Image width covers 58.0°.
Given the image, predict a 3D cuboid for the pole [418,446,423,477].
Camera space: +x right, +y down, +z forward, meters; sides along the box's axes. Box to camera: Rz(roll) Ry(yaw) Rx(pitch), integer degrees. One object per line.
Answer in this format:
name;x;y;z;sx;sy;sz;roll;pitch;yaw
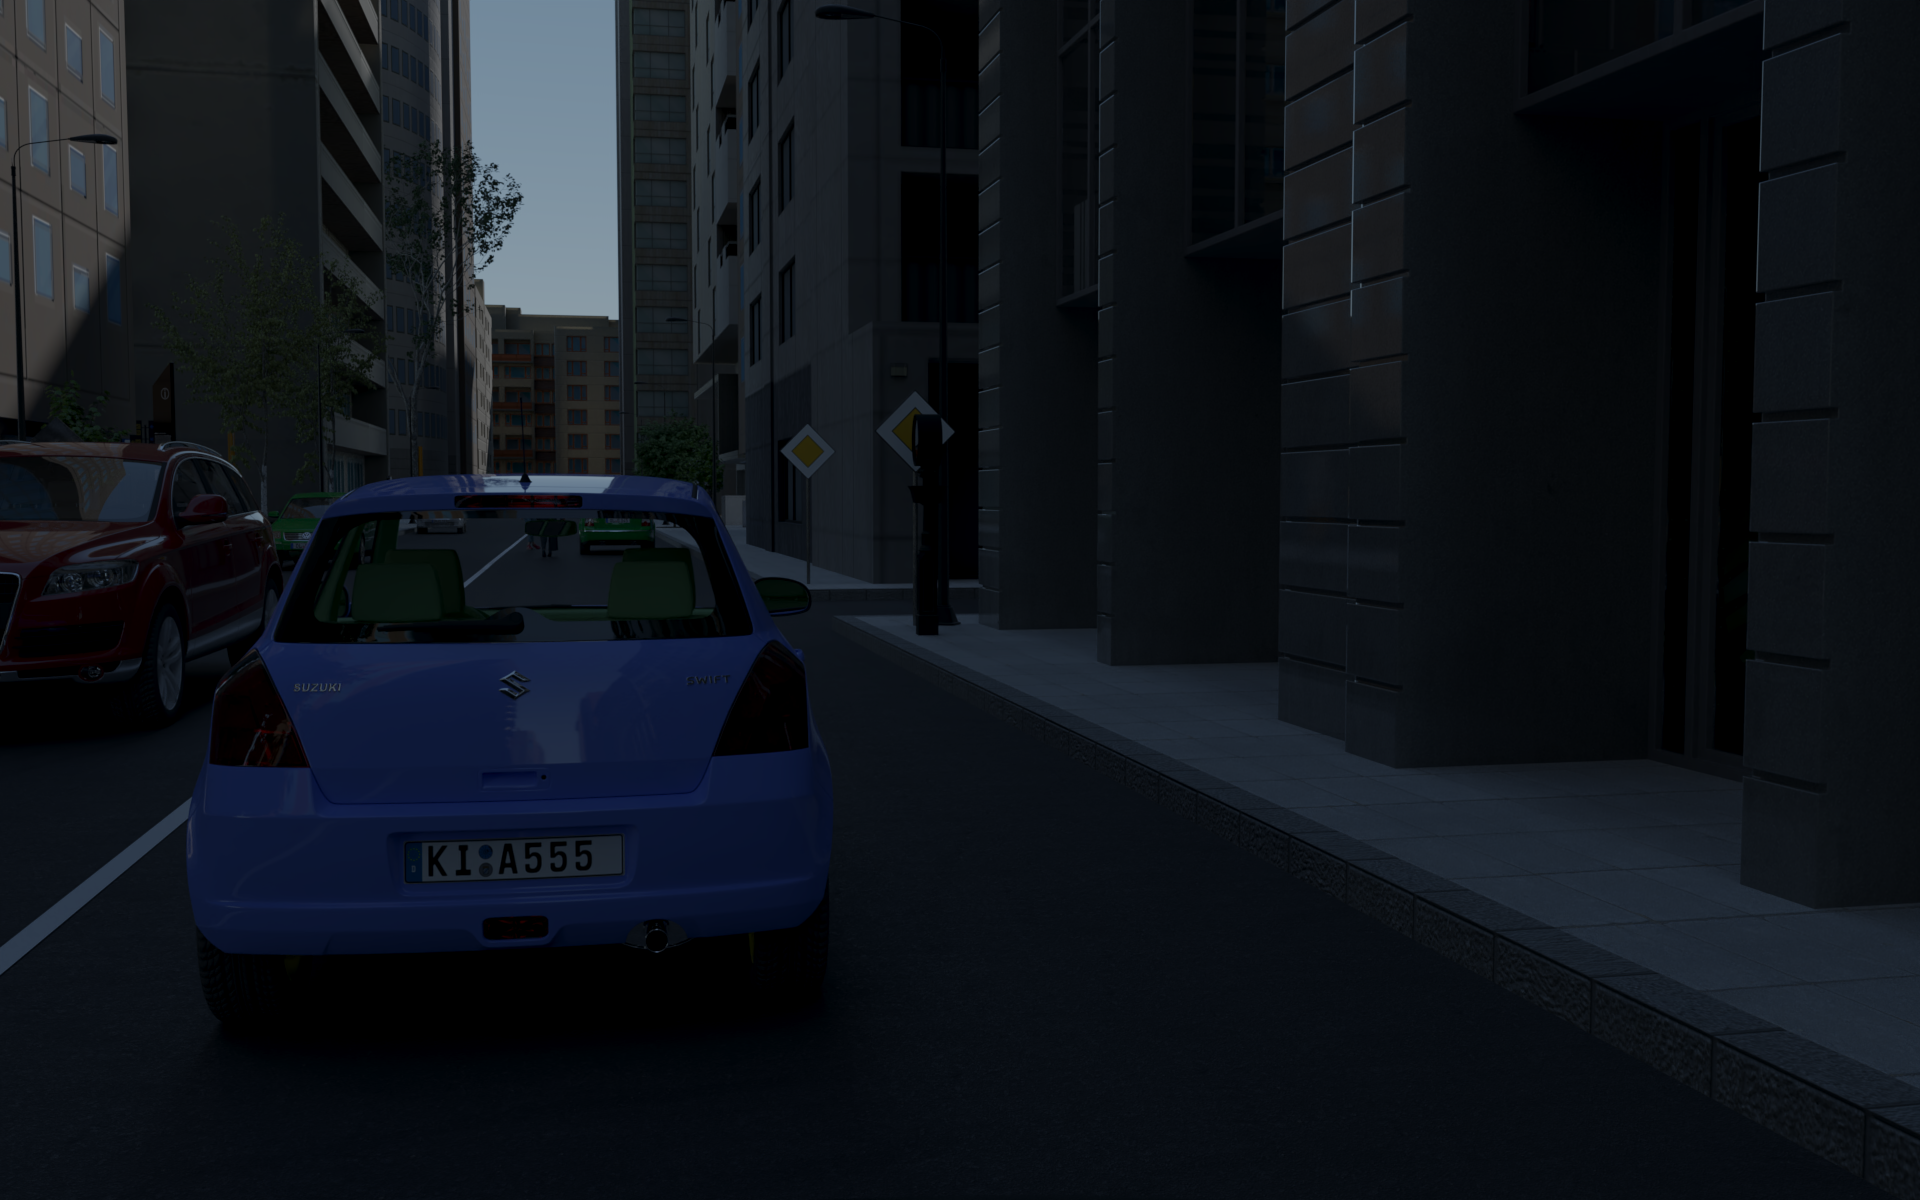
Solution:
pole;-23.042;-4.902;73.986;0.158;3.312;0.155;0;3;0

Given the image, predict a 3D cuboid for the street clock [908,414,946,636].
street clock;-0.299;-0.683;15.737;0.358;2.002;0.471;-1;4;-9

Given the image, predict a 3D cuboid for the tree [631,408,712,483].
tree;-10.881;-5.044;66.184;4.285;4.588;4.351;0;3;0

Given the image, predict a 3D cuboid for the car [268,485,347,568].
car;-12.554;-1.563;34.356;1.959;1.807;4.718;-1;4;-11

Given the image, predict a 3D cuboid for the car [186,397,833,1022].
car;-1.453;0.213;6.111;1.945;1.707;3.694;-1;4;-11

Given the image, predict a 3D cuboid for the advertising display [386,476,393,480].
advertising display;-19.953;-3.389;60.631;0.123;1.923;0.974;-1;4;-13

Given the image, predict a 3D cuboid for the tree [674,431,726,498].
tree;-7.631;-3.564;52.865;1.663;3.219;1.824;0;3;0

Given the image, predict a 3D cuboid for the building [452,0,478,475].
building;-43.791;-29.285;128.921;14.600;45.320;14.200;-1;4;-12

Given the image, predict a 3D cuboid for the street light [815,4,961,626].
street light;-0.691;-2.703;16.727;1.470;5.913;1.316;-1;4;-12

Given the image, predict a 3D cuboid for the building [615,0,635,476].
building;-20.971;-37.788;159.826;21.231;58.520;28.212;-1;4;-12

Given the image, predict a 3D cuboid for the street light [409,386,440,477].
street light;-23.102;-6.248;74.697;1.470;5.913;1.316;-1;4;-12

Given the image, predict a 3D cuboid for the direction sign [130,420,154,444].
direction sign;-24.992;-3.744;53.218;0.876;3.537;0.379;-1;4;-18

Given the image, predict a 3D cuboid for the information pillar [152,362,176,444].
information pillar;-14.187;-2.422;30.951;0.504;3.616;0.183;2;4;26

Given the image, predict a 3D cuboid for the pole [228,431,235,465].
pole;-23.683;-3.824;56.370;0.158;3.312;0.155;0;3;0

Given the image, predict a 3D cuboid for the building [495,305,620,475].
building;-49.964;-21.121;190.370;28.899;21.520;27.650;-1;4;-12

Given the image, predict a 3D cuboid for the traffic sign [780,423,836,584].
traffic sign;-2.163;-1.284;24.629;0.795;2.450;0.064;-1;4;-12

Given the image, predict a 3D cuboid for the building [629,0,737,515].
building;-14.134;-26.192;111.837;14.154;41.232;14.086;-1;4;-12

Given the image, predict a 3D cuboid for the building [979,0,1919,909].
building;8.614;-13.797;3.068;11.434;29.767;29.804;-1;4;-12

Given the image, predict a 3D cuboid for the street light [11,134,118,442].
street light;-11.567;-3.049;22.393;1.470;5.913;1.316;-1;4;-12

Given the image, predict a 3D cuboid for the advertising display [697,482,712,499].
advertising display;-10.626;-4.015;70.854;0.974;1.923;0.123;-1;4;-14

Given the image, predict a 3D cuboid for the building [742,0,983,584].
building;6.626;-36.479;34.678;20.611;71.187;20.563;-1;4;-12

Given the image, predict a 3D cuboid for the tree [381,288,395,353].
tree;-19.387;-6.253;52.592;4.737;8.622;4.395;0;3;0

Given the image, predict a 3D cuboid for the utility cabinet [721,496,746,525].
utility cabinet;-9.329;-3.681;71.340;1.020;1.237;0.306;-3;5;-41

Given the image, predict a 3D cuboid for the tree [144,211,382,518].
tree;-18.192;-5.756;44.476;4.737;8.622;4.395;0;3;0

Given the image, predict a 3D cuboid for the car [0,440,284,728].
car;-6.172;-0.211;12.118;2.281;1.827;5.304;-1;4;-11

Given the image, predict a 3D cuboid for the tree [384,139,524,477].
tree;-28.494;-14.093;86.304;12.611;20.169;13.585;0;3;0

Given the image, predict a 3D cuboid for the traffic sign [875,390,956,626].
traffic sign;-0.438;-0.807;16.831;0.795;2.450;0.064;-1;4;-12

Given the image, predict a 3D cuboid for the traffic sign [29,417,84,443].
traffic sign;-11.731;-1.156;22.540;0.795;2.450;0.064;-1;4;-12

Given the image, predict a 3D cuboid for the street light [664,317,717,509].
street light;-7.037;-4.475;45.712;1.470;5.913;1.316;-1;4;-12

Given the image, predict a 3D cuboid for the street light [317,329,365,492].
street light;-17.443;-4.663;48.778;1.470;5.913;1.316;-1;4;-12

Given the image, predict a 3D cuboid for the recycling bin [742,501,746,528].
recycling bin;-7.917;-3.310;66.668;0.722;1.027;0.722;1;4;17

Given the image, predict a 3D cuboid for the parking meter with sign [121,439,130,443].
parking meter with sign;-26.923;-3.597;55.074;1.738;3.016;0.543;2;4;28

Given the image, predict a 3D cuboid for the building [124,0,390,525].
building;-33.836;-26.945;64.252;21.300;48.544;21.600;-1;4;-12

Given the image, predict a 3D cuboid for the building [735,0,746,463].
building;0.327;-24.799;55.579;14.600;45.320;14.200;-1;4;-12

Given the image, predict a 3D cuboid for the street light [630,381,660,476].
street light;-12.732;-6.059;71.599;1.470;5.913;1.316;-1;4;-12

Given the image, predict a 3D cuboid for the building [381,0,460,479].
building;-43.008;-34.528;106.534;21.231;58.520;28.212;-1;4;-12

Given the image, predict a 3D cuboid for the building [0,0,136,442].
building;-24.988;-23.355;31.973;14.600;45.320;14.200;-1;4;-12

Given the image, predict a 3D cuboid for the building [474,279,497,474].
building;-57.090;-18.881;153.751;28.899;21.520;27.650;-1;4;-12

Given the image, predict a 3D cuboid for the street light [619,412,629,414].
street light;-18.536;-7.670;97.942;1.470;5.913;1.316;-1;4;-12

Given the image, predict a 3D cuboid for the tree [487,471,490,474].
tree;-38.657;-9.044;142.462;1.663;3.219;1.824;0;3;0

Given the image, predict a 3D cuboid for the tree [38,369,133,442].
tree;-13.684;-1.959;26.639;1.663;3.219;1.824;0;3;0

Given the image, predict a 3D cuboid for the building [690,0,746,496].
building;-22.727;-37.161;196.824;27.495;52.752;28.713;-1;4;-12

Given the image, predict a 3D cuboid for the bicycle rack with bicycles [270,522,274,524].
bicycle rack with bicycles;-17.500;-1.670;40.686;2.925;0.926;2.852;-2;4;-29
